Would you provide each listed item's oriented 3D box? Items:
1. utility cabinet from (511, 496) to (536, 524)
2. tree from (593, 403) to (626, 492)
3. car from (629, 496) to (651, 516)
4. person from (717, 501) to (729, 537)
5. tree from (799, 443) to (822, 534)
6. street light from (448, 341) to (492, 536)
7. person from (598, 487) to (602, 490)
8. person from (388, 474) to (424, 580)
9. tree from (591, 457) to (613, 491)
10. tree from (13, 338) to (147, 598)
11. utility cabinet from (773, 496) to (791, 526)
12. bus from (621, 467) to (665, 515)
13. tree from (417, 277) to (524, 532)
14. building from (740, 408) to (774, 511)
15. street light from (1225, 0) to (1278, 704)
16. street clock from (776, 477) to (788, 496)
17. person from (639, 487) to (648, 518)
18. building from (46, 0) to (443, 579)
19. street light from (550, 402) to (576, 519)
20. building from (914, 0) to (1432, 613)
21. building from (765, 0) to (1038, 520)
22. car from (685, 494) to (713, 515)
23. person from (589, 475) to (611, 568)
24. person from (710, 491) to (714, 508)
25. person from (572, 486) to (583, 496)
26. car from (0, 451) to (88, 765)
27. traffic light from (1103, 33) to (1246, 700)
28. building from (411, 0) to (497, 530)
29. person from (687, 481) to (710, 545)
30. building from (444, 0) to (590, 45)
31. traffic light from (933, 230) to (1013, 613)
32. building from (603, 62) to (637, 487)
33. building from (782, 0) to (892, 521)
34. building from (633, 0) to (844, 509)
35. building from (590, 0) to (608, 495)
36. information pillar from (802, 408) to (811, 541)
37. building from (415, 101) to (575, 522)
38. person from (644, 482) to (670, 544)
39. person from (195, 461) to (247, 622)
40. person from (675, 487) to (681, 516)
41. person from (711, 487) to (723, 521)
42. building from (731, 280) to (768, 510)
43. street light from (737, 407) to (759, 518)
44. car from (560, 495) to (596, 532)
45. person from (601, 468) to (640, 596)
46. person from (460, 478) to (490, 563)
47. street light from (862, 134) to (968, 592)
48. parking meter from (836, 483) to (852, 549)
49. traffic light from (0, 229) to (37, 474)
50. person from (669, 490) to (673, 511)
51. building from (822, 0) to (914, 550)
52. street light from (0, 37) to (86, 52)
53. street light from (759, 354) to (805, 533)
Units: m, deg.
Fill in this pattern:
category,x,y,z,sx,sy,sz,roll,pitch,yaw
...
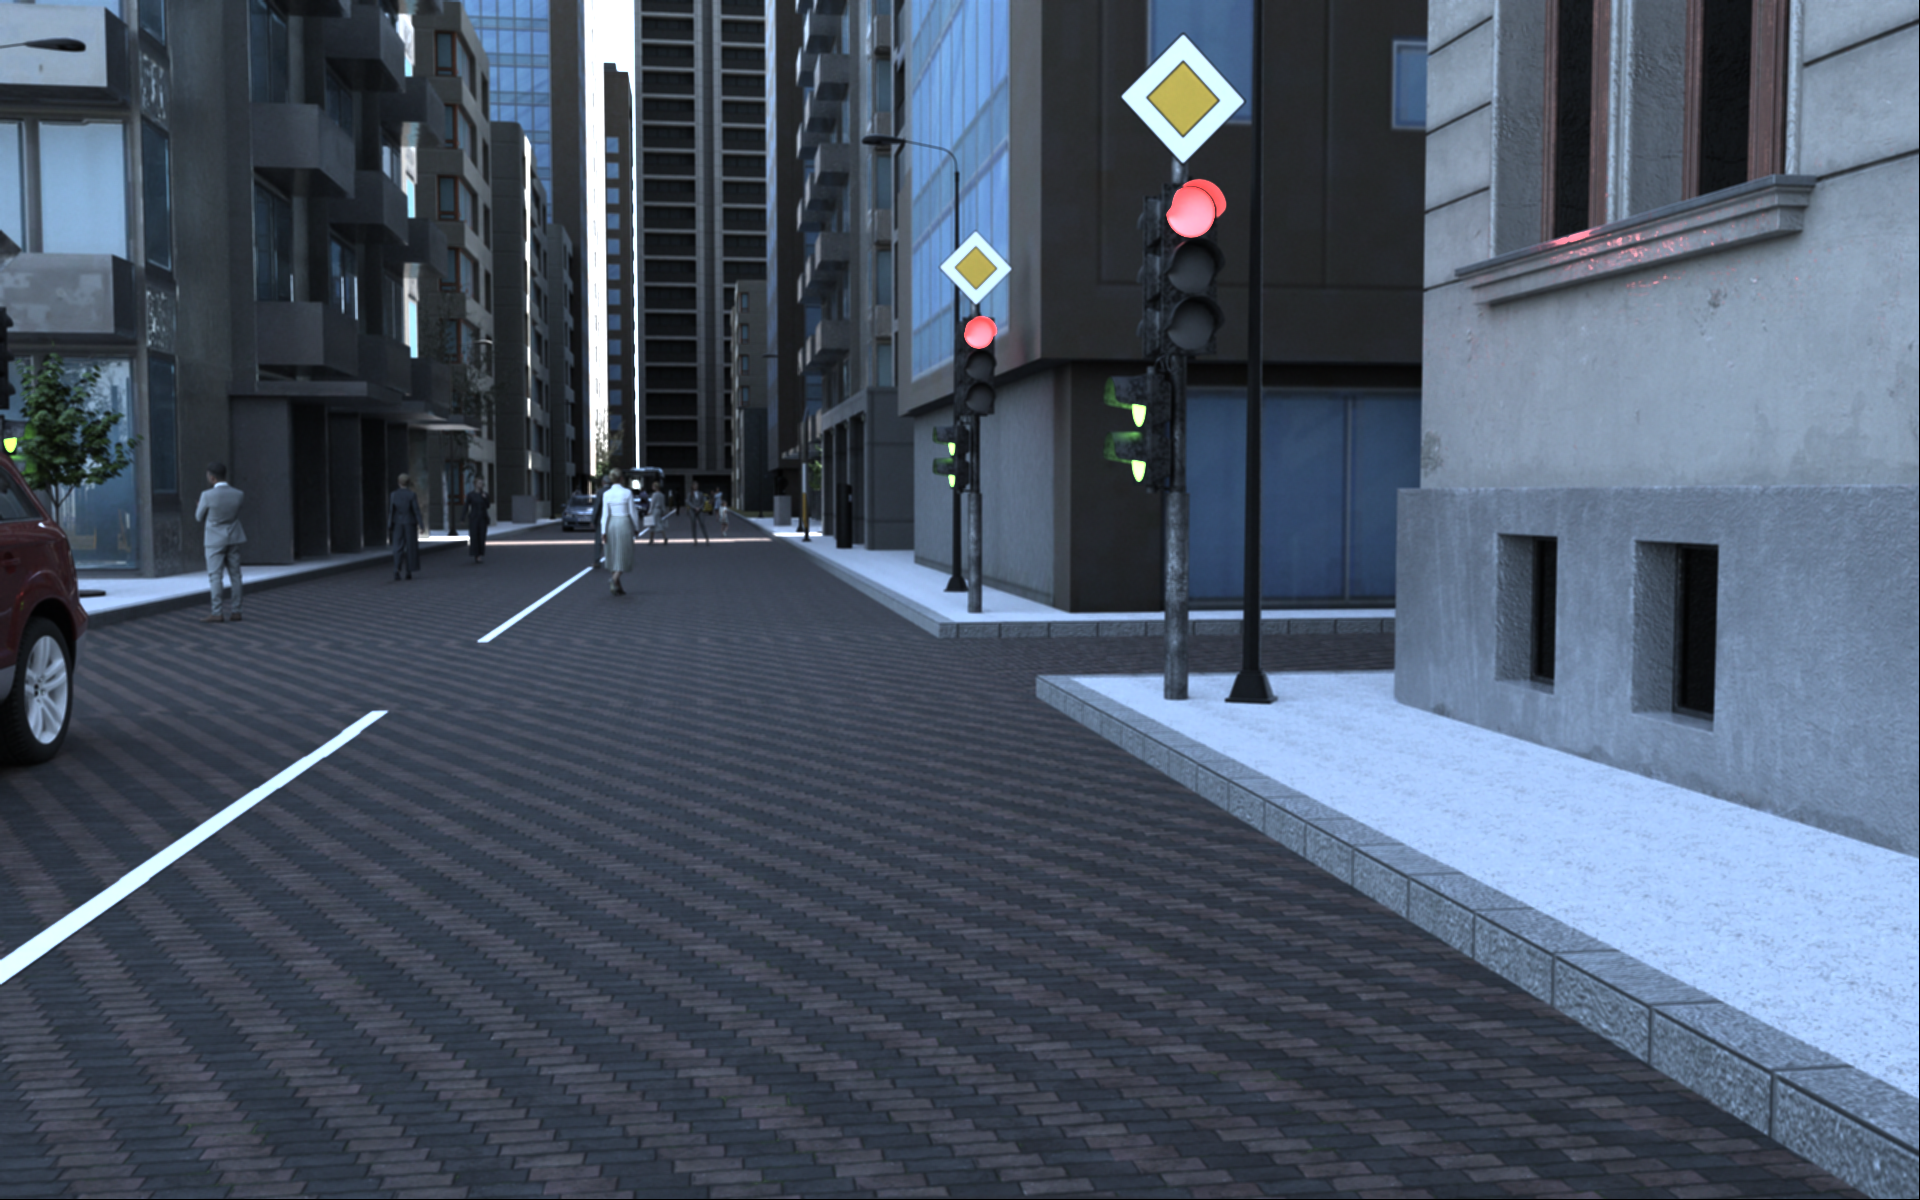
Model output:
category,x,y,z,sx,sy,sz,roll,pitch,yaw
utility cabinet,-18.984,-3.930,75.424,1.020,1.237,0.306,1,4,11
tree,-28.732,-11.465,137.820,4.360,8.622,3.978,0,3,0
car,-18.594,-5.312,99.425,1.945,1.354,3.894,0,4,-7
person,-7.950,-2.706,57.758,0.505,1.210,0.382,2,4,31
tree,-4.151,-3.764,56.144,1.663,3.219,1.824,0,3,0
street light,-14.848,-4.887,52.451,1.470,5.913,1.316,-1,4,-9
person,-18.731,-4.999,90.465,0.641,1.798,0.478,-2,4,-23
person,-9.261,-1.224,28.940,0.576,1.772,0.534,-1,4,-20
tree,-30.014,-9.725,142.717,4.285,4.588,4.351,0,3,0
tree,-11.309,-1.646,21.513,1.663,3.219,1.824,0,3,0
utility cabinet,-7.231,-3.629,70.503,0.306,1.237,1.020,1,4,22
bus,-21.408,-7.476,117.090,2.948,3.499,13.247,0,4,-8
tree,-17.145,-6.598,58.233,4.360,8.622,3.978,0,3,0
building,-4.331,-49.588,123.432,22.319,86.520,31.000,-1,4,-9
street light,1.273,-2.321,10.496,1.470,5.913,1.316,-1,4,-9
street clock,-7.556,-4.223,73.609,0.471,2.002,0.358,-3,5,-40
person,-19.268,-5.897,104.778,0.709,1.838,0.599,2,4,33
building,-23.546,-25.461,35.894,23.786,49.044,30.456,-1,4,-9
street light,-20.058,-7.030,87.487,1.470,5.913,1.316,-1,4,-9
building,6.836,-22.914,24.749,14.200,45.320,14.600,-1,4,-9
building,-4.131,-27.589,101.193,14.600,45.320,14.200,-1,4,-9
car,-17.974,-6.694,119.667,2.015,1.641,3.980,-1,4,-10
person,-6.949,-1.535,33.769,0.590,1.801,0.661,3,5,43
person,-23.866,-9.629,166.481,0.434,1.755,0.990,1,4,18
person,-18.432,-4.590,83.653,0.679,1.850,0.850,2,4,24
car,-5.678,0.064,7.633,2.281,1.827,5.304,0,4,-7
traffic light,1.334,-1.334,10.737,0.839,4.253,0.868,-1,4,-9
building,-33.306,-13.961,73.299,27.650,21.520,28.899,-1,4,-9
person,-7.329,-2.429,48.493,0.520,1.790,0.573,-2,4,-35
building,-34.069,-29.062,125.270,14.600,45.320,14.200,-1,4,-9
traffic light,0.143,-1.817,18.633,0.839,4.253,0.868,-1,4,-9
building,-40.986,-32.366,179.301,14.200,45.320,14.600,-1,4,-9
building,4.243,-28.003,77.453,23.786,49.044,30.456,-1,4,-9
building,-23.963,-45.670,184.951,20.611,71.187,20.563,-1,4,-9
building,-42.595,-43.773,153.936,20.611,71.187,20.563,-1,4,-9
information pillar,-4.170,-3.392,46.815,0.183,3.616,0.504,0,4,5
building,-38.258,-15.815,103.615,27.650,21.520,28.899,-1,4,-9
person,-8.612,-2.469,49.226,0.624,1.780,0.694,3,5,40
person,-8.355,-0.663,19.524,0.466,1.800,0.511,1,4,23
person,-18.378,-6.420,113.098,0.705,1.869,1.348,0,4,-5
person,-12.679,-5.009,90.487,0.616,1.811,0.778,0,4,3
building,-6.416,-19.029,156.168,27.650,21.520,28.899,-1,4,-9
street light,-11.163,-7.322,92.252,1.470,5.913,1.316,-1,4,-9
car,-14.593,-3.418,67.881,2.014,1.417,4.499,-1,4,-9
person,-4.830,-0.961,24.445,0.478,1.798,0.641,1,4,16
person,-10.136,-1.674,36.284,0.534,1.772,0.576,3,4,37
street light,-0.576,-3.062,22.609,1.470,5.913,1.316,-1,4,-9
parking meter,-2.733,-1.988,40.917,0.372,1.533,0.369,0,3,0
traffic light,-9.655,-1.726,17.144,0.839,4.253,0.868,-1,4,-9
person,-23.732,-8.163,142.692,0.721,1.736,1.217,-1,4,-10
building,7.300,-37.011,43.389,20.563,71.187,20.611,-1,4,-9
street light,-9.599,-2.762,17.706,1.470,5.913,1.316,-1,4,-9
street light,-5.858,-5.203,57.611,1.470,5.913,1.316,-1,4,-9
